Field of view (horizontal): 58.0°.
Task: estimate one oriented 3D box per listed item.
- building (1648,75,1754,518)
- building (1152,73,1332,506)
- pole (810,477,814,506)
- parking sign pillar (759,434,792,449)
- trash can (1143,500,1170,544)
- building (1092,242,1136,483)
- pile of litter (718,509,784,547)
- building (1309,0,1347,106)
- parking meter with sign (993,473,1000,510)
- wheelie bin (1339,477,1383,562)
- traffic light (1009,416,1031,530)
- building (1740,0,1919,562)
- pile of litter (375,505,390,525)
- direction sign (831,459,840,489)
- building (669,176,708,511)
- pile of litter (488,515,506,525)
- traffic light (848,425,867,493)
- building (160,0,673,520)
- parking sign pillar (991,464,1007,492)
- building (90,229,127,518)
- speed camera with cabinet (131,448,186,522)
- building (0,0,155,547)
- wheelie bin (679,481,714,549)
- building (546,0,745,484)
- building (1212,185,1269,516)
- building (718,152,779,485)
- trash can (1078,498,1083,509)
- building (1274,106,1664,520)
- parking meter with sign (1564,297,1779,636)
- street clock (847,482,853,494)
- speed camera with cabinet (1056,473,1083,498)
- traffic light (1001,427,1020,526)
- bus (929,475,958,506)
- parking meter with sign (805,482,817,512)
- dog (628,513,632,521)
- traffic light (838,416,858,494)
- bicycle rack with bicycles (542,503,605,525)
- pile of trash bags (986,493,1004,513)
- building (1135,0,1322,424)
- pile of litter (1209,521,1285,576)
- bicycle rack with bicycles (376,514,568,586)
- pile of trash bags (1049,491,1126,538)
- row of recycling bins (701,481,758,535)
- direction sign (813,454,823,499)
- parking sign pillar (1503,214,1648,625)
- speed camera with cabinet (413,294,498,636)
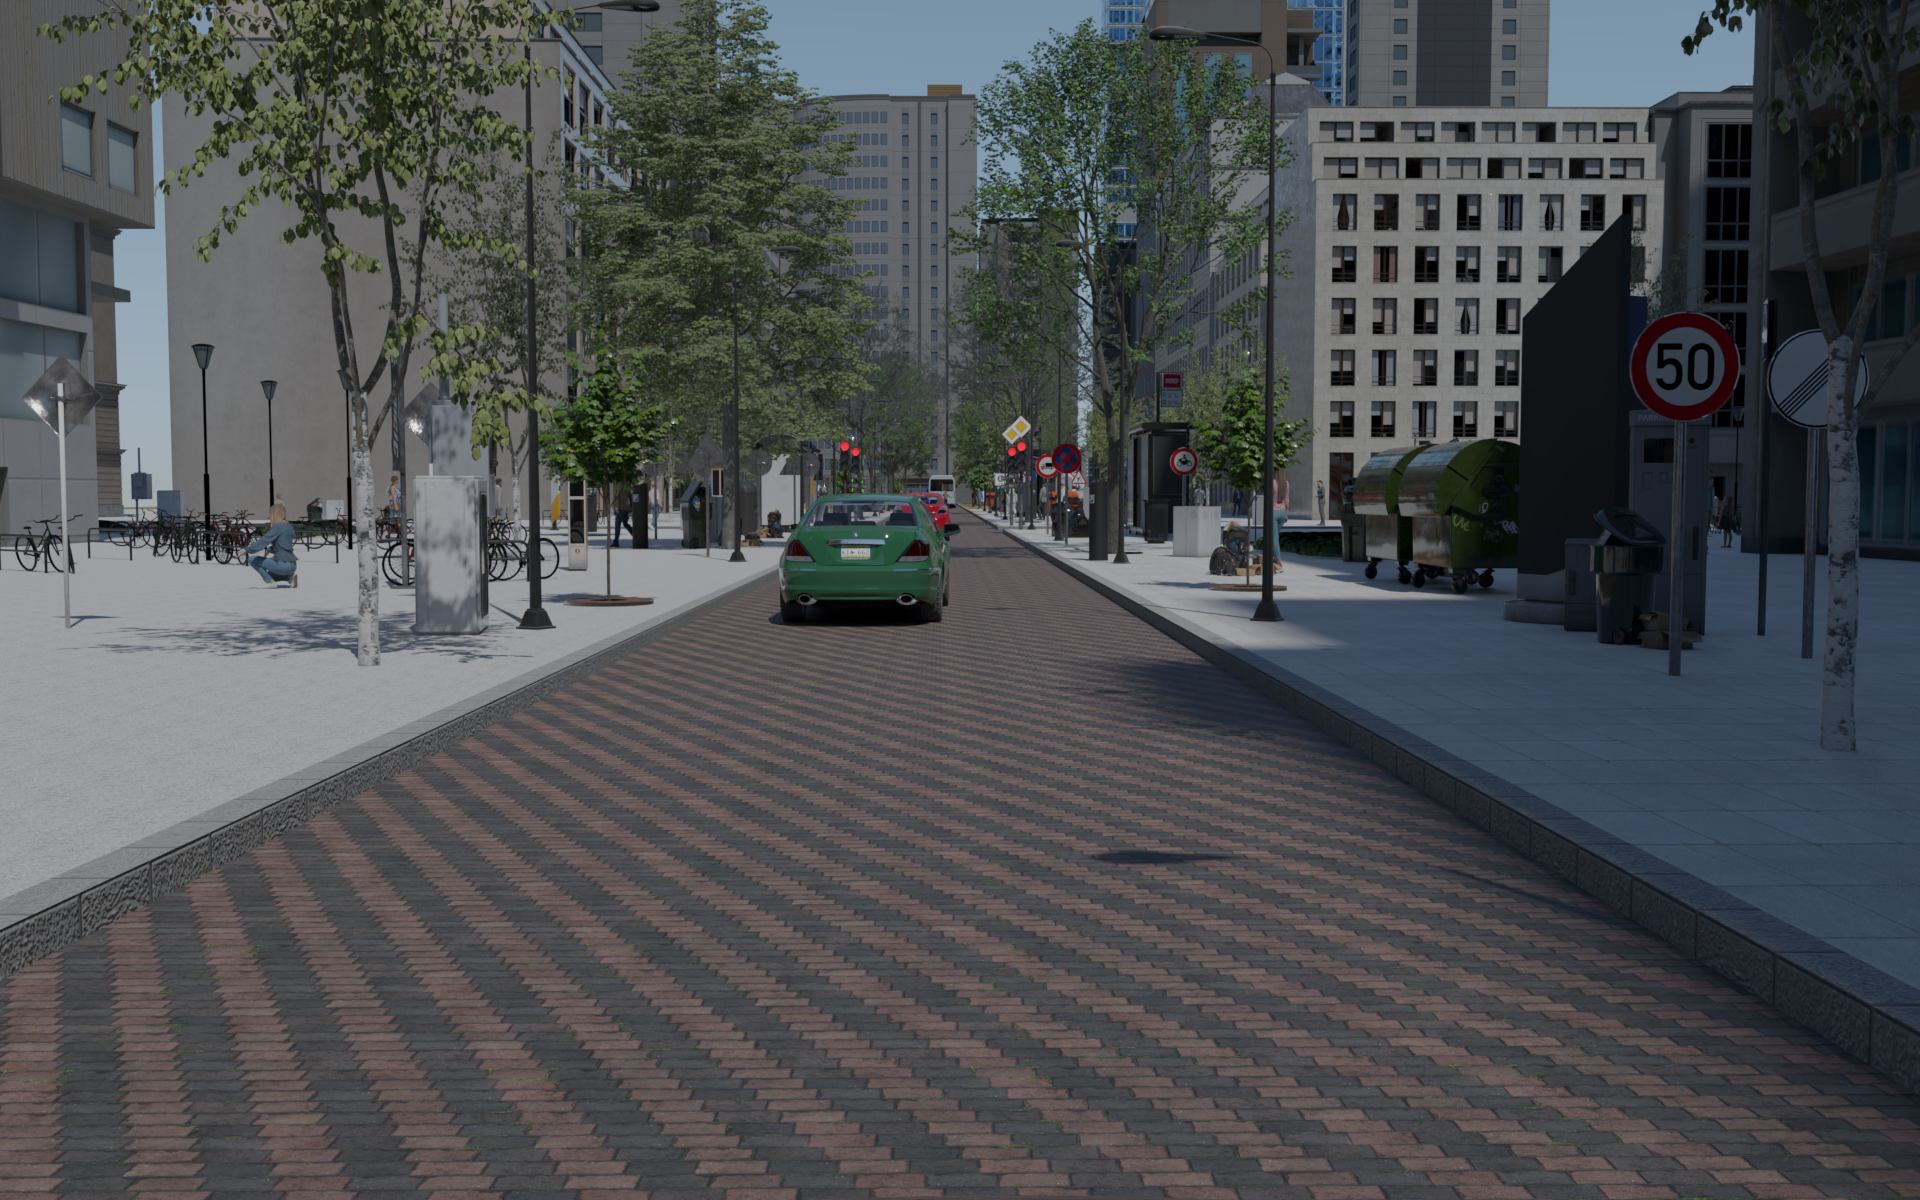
[{"bbox_3d":[48.936,-16.634,91.035,30.058,24.678,14.314,0,4,-1],"label":"building"},{"bbox_3d":[21.901,-21.591,130.507,11.434,29.767,29.804,0,4,-1],"label":"building"},{"bbox_3d":[-6.528,-5.042,76.287,0.158,3.312,0.155,0,3,0],"label":"pole"},{"bbox_3d":[-8.360,-5.463,77.800,1.447,3.967,1.447,-2,4,-33],"label":"parking sign pillar"},{"bbox_3d":[5.081,-2.030,44.851,0.748,1.137,0.748,0,3,0],"label":"trash can"},{"bbox_3d":[22.150,-26.195,199.983,14.160,30.474,14.107,0,4,-1],"label":"building"},{"bbox_3d":[-5.332,-1.758,42.708,1.176,0.858,1.719,2,4,29],"label":"pile of litter"},{"bbox_3d":[26.892,-52.785,175.714,22.319,86.520,31.000,0,4,-1],"label":"building"},{"bbox_3d":[3.053,-8.739,139.137,0.543,3.016,1.738,0,4,-7],"label":"parking meter with sign"},{"bbox_3d":[7.602,-1.515,32.677,0.693,1.594,0.980,-3,5,-45],"label":"wheelie bin"},{"bbox_3d":[2.170,-4.478,62.129,0.839,4.253,0.868,0,4,-1],"label":"traffic light"},{"bbox_3d":[27.851,-24.609,26.060,21.300,48.544,21.600,0,4,-1],"label":"building"},{"bbox_3d":[-23.723,-3.507,71.297,1.719,0.858,1.176,-3,5,-44],"label":"pile of litter"},{"bbox_3d":[-7.899,-7.327,111.794,0.876,3.537,0.379,-1,4,-18],"label":"direction sign"},{"bbox_3d":[-27.384,-20.585,130.079,14.314,27.812,24.014,0,4,-1],"label":"building"},{"bbox_3d":[-19.501,-3.541,71.853,1.719,0.858,1.176,2,4,33],"label":"pile of litter"},{"bbox_3d":[-4.186,-4.960,70.023,0.839,4.253,0.868,0,4,-1],"label":"traffic light"},{"bbox_3d":[-29.121,-18.138,101.069,19.350,26.468,34.151,0,4,-1],"label":"building"},{"bbox_3d":[3.300,-9.540,144.451,1.447,3.967,1.447,1,4,17],"label":"parking sign pillar"},{"bbox_3d":[-63.944,-16.560,89.833,34.723,24.649,14.460,0,4,-1],"label":"building"},{"bbox_3d":[-34.181,-4.862,73.830,2.038,3.252,0.660,0,4,-2],"label":"speed camera with cabinet"},{"bbox_3d":[-35.178,-27.178,33.595,27.495,52.752,28.713,0,4,-1],"label":"building"},{"bbox_3d":[-6.220,-2.020,40.942,0.693,1.594,0.980,-2,4,-29],"label":"wheelie bin"},{"bbox_3d":[-30.142,-43.783,154.101,20.563,71.187,20.611,0,4,-1],"label":"building"},{"bbox_3d":[22.242,-15.455,107.445,10.420,20.320,16.860,0,4,-1],"label":"building"},{"bbox_3d":[-32.262,-30.501,190.570,23.993,40.220,32.217,0,4,-1],"label":"building"},{"bbox_3d":[4.128,-3.009,60.848,0.748,1.137,0.748,0,3,0],"label":"trash can"},{"bbox_3d":[25.501,-14.327,88.999,16.860,20.320,10.420,0,4,-1],"label":"building"},{"bbox_3d":[6.501,-1.202,15.921,1.738,3.016,0.543,1,4,21],"label":"parking meter with sign"},{"bbox_3d":[-4.631,-4.124,72.000,0.358,2.002,0.471,0,4,0],"label":"street clock"},{"bbox_3d":[5.861,-5.677,87.152,2.038,3.252,0.660,2,4,26],"label":"speed camera with cabinet"},{"bbox_3d":[2.074,-4.966,70.114,0.839,4.253,0.868,0,4,-1],"label":"traffic light"},{"bbox_3d":[-1.736,-11.102,176.382,2.948,3.499,13.247,0,4,0],"label":"bus"},{"bbox_3d":[-9.175,-6.766,106.880,1.738,3.016,0.543,-1,4,-11],"label":"parking meter with sign"},{"bbox_3d":[-15.764,-4.154,82.293,0.800,0.831,0.513,3,5,45],"label":"dog"},{"bbox_3d":[-4.091,-4.472,62.038,0.839,4.253,0.868,0,4,-1],"label":"traffic light"},{"bbox_3d":[-15.846,-3.584,71.973,2.852,0.926,2.925,2,4,29],"label":"bicycle rack with bicycles"},{"bbox_3d":[3.311,-6.715,119.534,3.447,1.369,1.912,2,4,29],"label":"pile of trash bags"},{"bbox_3d":[23.396,-30.838,154.307,14.600,45.320,14.200,0,4,-1],"label":"building"},{"bbox_3d":[4.645,-0.839,27.684,1.719,0.858,1.176,-3,5,-41],"label":"pile of litter"},{"bbox_3d":[-7.324,-0.741,25.505,2.925,0.926,2.852,-2,4,-33],"label":"bicycle rack with bicycles"},{"bbox_3d":[3.635,-2.603,52.317,1.912,1.369,3.447,-1,4,-8],"label":"pile of trash bags"},{"bbox_3d":[-7.542,-2.955,55.434,1.069,1.692,3.534,-3,5,-39],"label":"row of recycling bins"},{"bbox_3d":[-8.089,-6.494,98.170,0.876,3.537,0.379,3,5,42],"label":"direction sign"},{"bbox_3d":[6.263,-1.772,17.443,1.447,3.967,1.447,-2,4,-26],"label":"parking sign pillar"},{"bbox_3d":[-4.814,-1.361,16.592,0.660,3.252,2.038,-1,4,-10],"label":"speed camera with cabinet"}]
